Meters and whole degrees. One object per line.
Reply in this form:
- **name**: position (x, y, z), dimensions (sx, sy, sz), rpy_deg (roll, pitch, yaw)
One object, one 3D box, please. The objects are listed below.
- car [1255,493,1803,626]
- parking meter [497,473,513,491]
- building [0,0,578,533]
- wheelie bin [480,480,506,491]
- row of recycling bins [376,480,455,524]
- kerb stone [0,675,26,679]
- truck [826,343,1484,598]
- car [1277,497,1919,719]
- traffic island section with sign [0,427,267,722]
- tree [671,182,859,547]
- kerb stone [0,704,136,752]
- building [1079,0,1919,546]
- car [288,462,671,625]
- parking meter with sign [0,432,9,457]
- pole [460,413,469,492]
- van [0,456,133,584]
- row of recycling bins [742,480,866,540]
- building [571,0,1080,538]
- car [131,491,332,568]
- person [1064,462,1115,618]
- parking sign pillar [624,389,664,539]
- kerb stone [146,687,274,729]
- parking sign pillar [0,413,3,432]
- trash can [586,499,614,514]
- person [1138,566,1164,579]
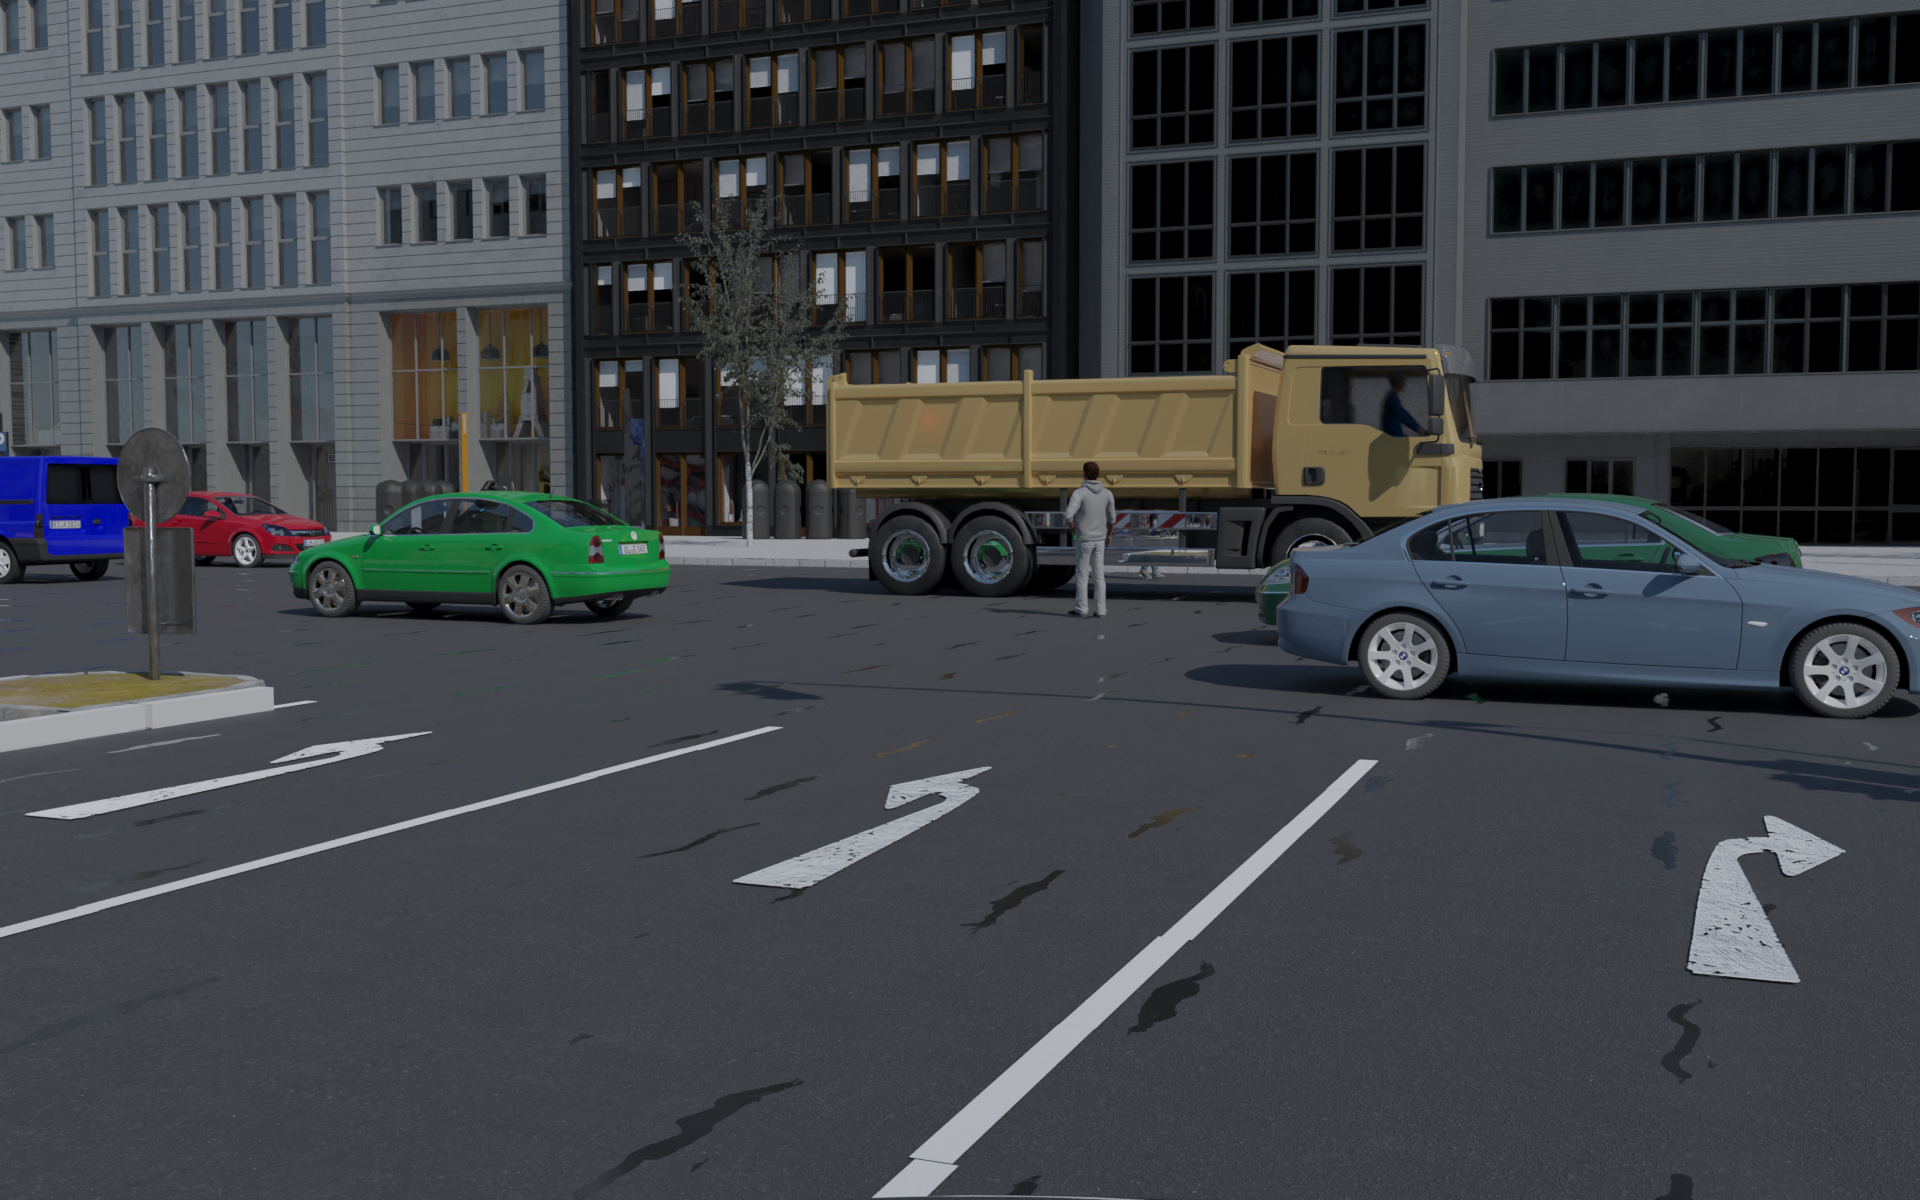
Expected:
- **car**: position (5.191, -0.260, 16.053), dimensions (4.920, 1.459, 2.131), rpy_deg (2, 4, 23)
- **parking meter**: position (-12.606, -2.587, 48.014), dimensions (0.399, 1.863, 0.255), rpy_deg (0, 4, -3)
- **building**: position (-23.858, -17.539, 64.259), dimensions (29.804, 29.767, 11.434), rpy_deg (1, 4, 22)
- **wheelie bin**: position (-10.830, -1.967, 40.072), dimensions (0.693, 1.594, 0.980), rpy_deg (0, 4, 2)
- **row of recycling bins**: position (-16.096, -2.713, 51.473), dimensions (1.069, 1.692, 3.534), rpy_deg (1, 4, 14)
- **kerb stone**: position (-6.769, 0.639, 11.805), dimensions (0.120, 0.150, 1.000), rpy_deg (1, 4, 22)
- **truck**: position (3.038, -1.722, 24.082), dimensions (9.791, 3.379, 3.469), rpy_deg (1, 4, 22)
- **car**: position (4.552, -0.020, 12.322), dimensions (4.499, 1.417, 2.014), rpy_deg (1, 4, 22)
- **traffic island section with sign**: position (-5.778, -0.199, 11.398), dimensions (2.006, 1.907, 1.989), rpy_deg (1, 4, 22)
- **tree**: position (-4.867, -5.570, 41.433), dimensions (4.360, 8.622, 3.978), rpy_deg (0, 3, 0)
- **kerb stone**: position (-5.198, 0.740, 10.094), dimensions (0.120, 0.150, 1.000), rpy_deg (1, 4, 22)
- **building**: position (19.234, -14.004, 48.032), dimensions (30.058, 24.678, 14.314), rpy_deg (1, 4, 22)
- **car**: position (-5.694, -0.701, 20.250), dimensions (4.718, 1.807, 1.959), rpy_deg (2, 4, 23)
- **parking meter with sign**: position (-26.549, -3.245, 49.309), dimensions (0.543, 3.016, 1.738), rpy_deg (1, 4, 22)
- **pole**: position (-12.436, -3.036, 43.489), dimensions (0.158, 3.312, 0.155), rpy_deg (0, 3, 0)
- **van**: position (-16.431, -1.497, 28.860), dimensions (5.245, 2.365, 2.240), rpy_deg (1, 4, 21)
- **row of recycling bins**: position (-4.427, -2.576, 49.233), dimensions (3.534, 1.692, 1.069), rpy_deg (0, 4, -5)
- **building**: position (-2.281, -13.848, 56.085), dimensions (15.834, 23.373, 12.332), rpy_deg (1, 4, 22)
- **car**: position (-14.700, -1.573, 34.756), dimensions (4.494, 1.783, 2.155), rpy_deg (1, 4, 22)
- **person**: position (1.510, -0.701, 20.103), dimensions (0.875, 1.805, 0.789), rpy_deg (-2, 4, -25)
- **parking sign pillar**: position (-8.463, -3.461, 45.054), dimensions (1.447, 3.967, 1.447), rpy_deg (0, 4, -6)
- **kerb stone**: position (-4.800, 0.682, 11.059), dimensions (0.120, 0.150, 1.000), rpy_deg (1, 4, 22)
- **parking sign pillar**: position (-32.414, -4.245, 57.882), dimensions (1.447, 3.967, 1.447), rpy_deg (1, 4, 16)
- **trash can**: position (-9.970, -2.223, 47.999), dimensions (0.748, 1.137, 0.748), rpy_deg (0, 3, 0)
- **person**: position (3.256, -1.250, 28.923), dimensions (0.794, 1.824, 0.713), rpy_deg (-3, 5, -42)
